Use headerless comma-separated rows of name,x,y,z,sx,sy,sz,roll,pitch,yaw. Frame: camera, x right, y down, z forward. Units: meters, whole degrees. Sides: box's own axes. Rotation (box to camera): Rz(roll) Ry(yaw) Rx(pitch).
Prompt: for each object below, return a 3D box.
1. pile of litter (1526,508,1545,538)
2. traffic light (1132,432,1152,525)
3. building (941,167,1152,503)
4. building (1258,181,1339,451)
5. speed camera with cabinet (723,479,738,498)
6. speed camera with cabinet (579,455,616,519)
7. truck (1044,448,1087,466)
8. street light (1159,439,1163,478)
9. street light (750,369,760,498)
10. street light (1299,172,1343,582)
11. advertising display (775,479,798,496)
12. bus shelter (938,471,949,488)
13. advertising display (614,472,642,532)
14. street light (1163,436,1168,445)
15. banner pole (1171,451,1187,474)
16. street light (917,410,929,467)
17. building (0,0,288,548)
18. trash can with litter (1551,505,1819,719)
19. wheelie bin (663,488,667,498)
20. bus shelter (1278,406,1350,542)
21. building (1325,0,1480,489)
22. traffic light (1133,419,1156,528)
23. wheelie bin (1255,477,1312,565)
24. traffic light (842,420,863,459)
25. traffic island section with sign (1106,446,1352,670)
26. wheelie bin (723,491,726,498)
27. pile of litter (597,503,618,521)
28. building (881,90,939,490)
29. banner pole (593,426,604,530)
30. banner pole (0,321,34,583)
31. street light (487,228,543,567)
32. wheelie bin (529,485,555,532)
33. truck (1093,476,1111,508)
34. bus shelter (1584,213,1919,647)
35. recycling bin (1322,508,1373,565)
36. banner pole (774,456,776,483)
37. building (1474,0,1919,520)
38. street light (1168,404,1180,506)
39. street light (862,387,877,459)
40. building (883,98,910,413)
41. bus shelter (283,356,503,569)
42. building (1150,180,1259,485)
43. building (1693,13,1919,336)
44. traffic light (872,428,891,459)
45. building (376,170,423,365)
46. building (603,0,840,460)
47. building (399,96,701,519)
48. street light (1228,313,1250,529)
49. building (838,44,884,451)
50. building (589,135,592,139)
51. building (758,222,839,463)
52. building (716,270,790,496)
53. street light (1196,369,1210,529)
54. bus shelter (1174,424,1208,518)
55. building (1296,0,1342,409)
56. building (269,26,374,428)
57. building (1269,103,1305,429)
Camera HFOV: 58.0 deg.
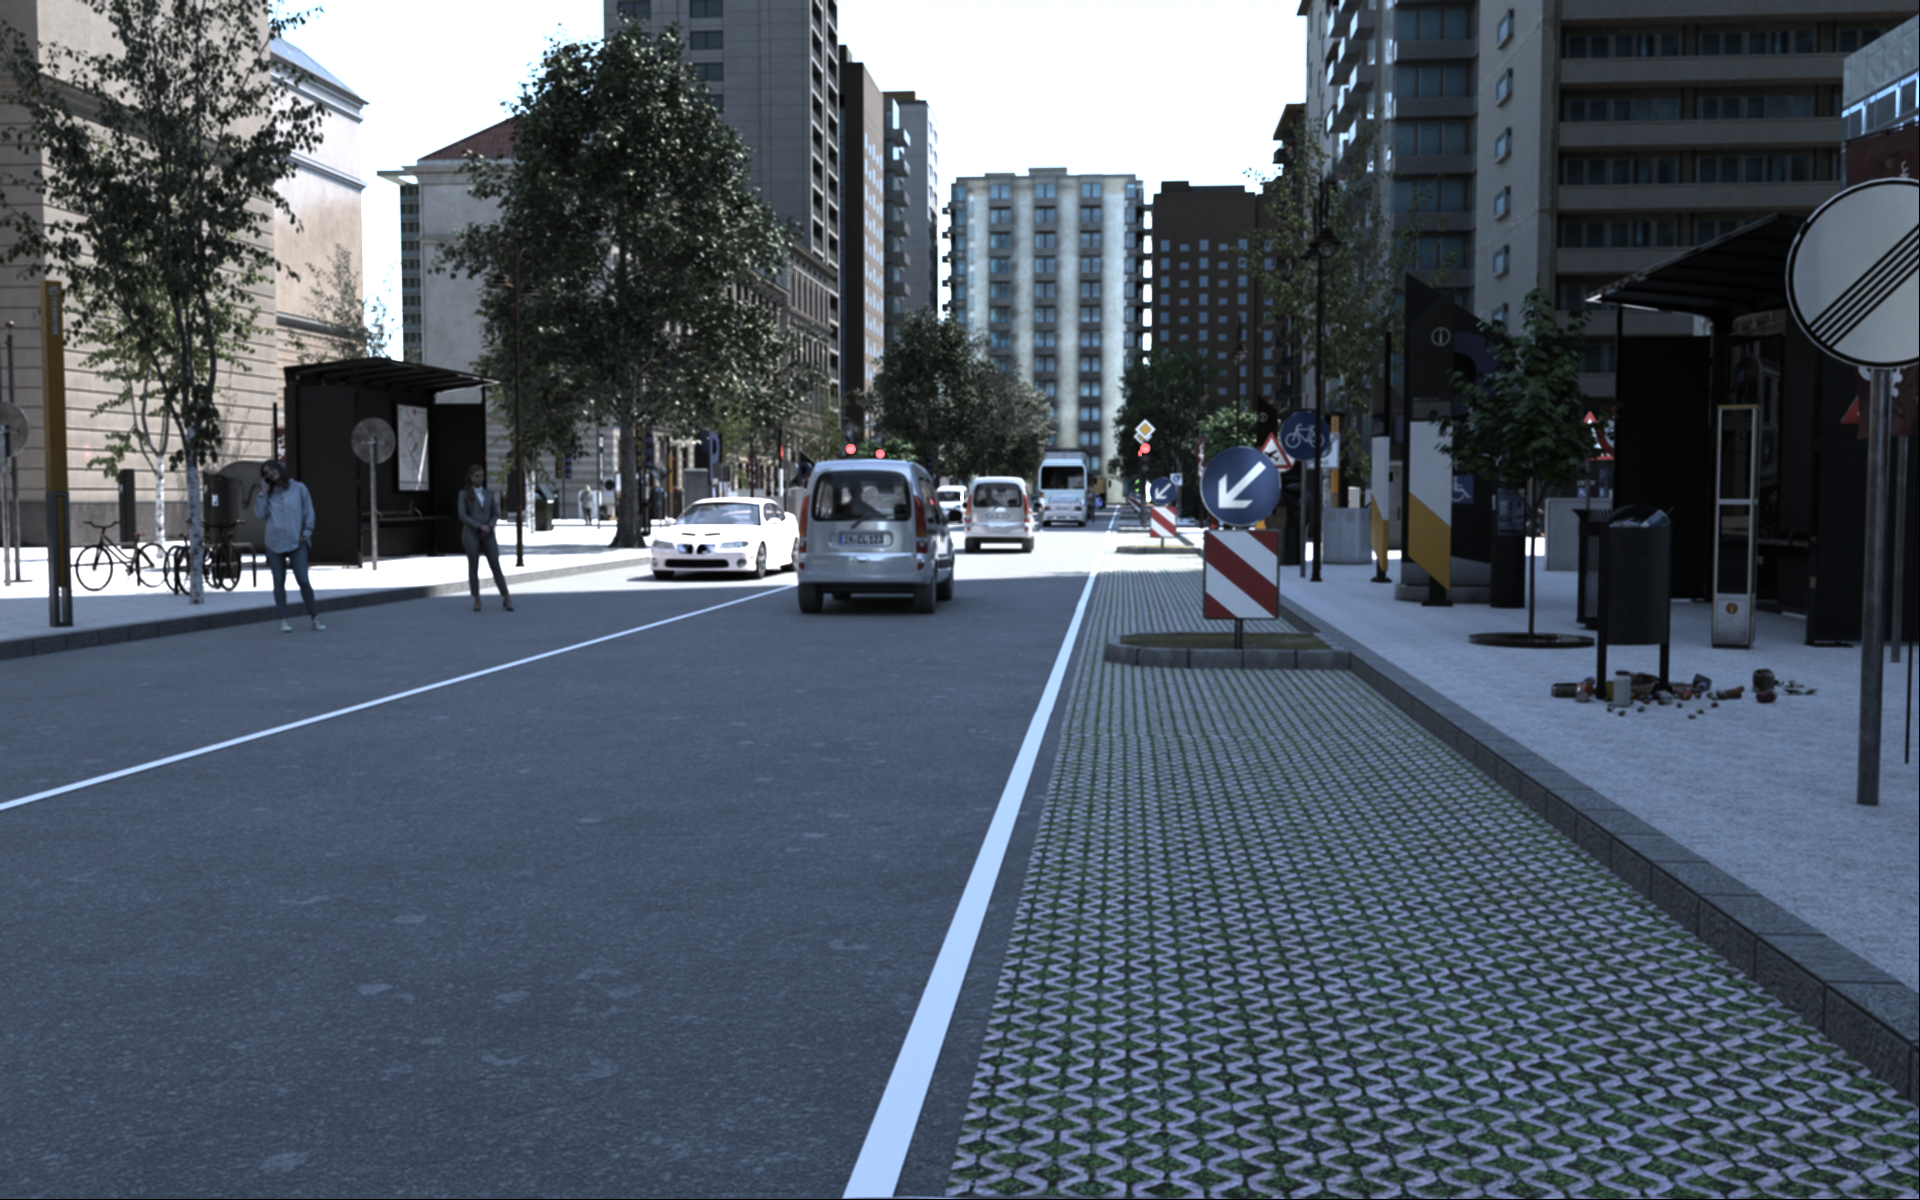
pile of litter,17.475,-2.291,51.424,1.719,0.858,1.176,-2,4,-34
traffic light,7.633,-5.119,72.613,0.839,4.253,0.868,0,4,5
building,12.914,-38.931,256.125,30.456,49.044,23.786,0,4,5
building,49.287,-36.681,249.843,14.200,45.320,14.600,0,4,5
speed camera with cabinet,-11.888,-5.862,90.173,0.660,3.252,2.038,-3,5,-44
speed camera with cabinet,-18.340,-5.733,88.063,2.038,3.252,0.660,1,4,13
truck,6.872,-7.477,111.158,2.839,4.237,11.283,0,4,5
street light,14.887,-9.487,127.896,0.468,5.910,1.993,0,4,5
street light,-5.974,-4.704,49.692,0.468,5.910,1.993,0,4,5
street light,5.233,-3.210,25.272,0.468,5.910,1.993,0,4,5
advertising display,-7.465,-4.240,74.542,0.974,1.923,0.123,-1,4,-9
bus shelter,-0.717,-8.612,134.736,2.014,3.302,5.546,0,4,5
advertising display,-9.650,-2.764,50.401,0.974,1.923,0.123,2,4,32
street light,13.111,-8.282,108.199,0.468,5.910,1.993,0,4,5
banner pole,12.818,-6.746,100.309,0.863,3.779,0.401,0,4,2
street light,-1.985,-7.346,92.900,0.468,5.910,1.993,0,4,5
building,-33.222,-15.310,47.575,25.104,27.353,12.463,0,4,5
trash can with litter,4.638,0.009,10.917,2.233,1.210,1.678,-1,4,-21
wheelie bin,-15.916,-5.118,91.595,0.980,1.594,0.693,-1,4,-18
bus shelter,9.924,-3.557,49.443,1.731,3.624,6.357,0,4,5
building,37.469,-30.569,119.416,23.786,49.044,30.456,0,4,5
traffic light,6.888,-4.633,64.662,0.839,4.253,0.868,0,4,5
wheelie bin,5.942,-1.433,31.339,0.980,1.594,0.693,-3,4,-37
traffic light,-4.077,-4.694,65.669,0.839,4.253,0.868,0,4,5
traffic island section with sign,2.273,-0.391,15.027,1.989,1.847,2.006,0,4,5
wheelie bin,-11.902,-4.733,85.297,0.693,1.594,0.980,-1,4,-18
pile of litter,-16.787,-4.202,82.666,1.176,0.858,1.719,0,4,6
building,-17.482,-43.730,256.987,28.212,58.520,21.231,0,4,5
banner pole,-13.059,-4.456,62.873,0.401,3.779,0.863,0,4,7
banner pole,-13.820,-2.135,24.920,0.401,3.779,0.863,2,4,24
street light,-7.770,-3.524,30.409,0.468,5.910,1.993,0,4,5
wheelie bin,-14.398,-3.160,59.571,0.693,1.594,0.980,1,4,11
truck,14.222,-11.488,183.754,3.469,3.379,9.791,0,4,6
bus shelter,7.969,-1.605,17.520,1.731,3.624,6.357,0,4,5
recycling bin,7.115,-1.176,31.786,0.722,1.027,0.722,2,4,34
banner pole,-12.108,-7.541,113.313,0.401,3.779,0.863,0,4,-4
building,39.384,-28.685,92.699,21.600,48.544,21.300,0,4,5
street light,11.011,-7.080,88.553,0.468,5.910,1.993,0,4,5
street light,-3.836,-6.185,73.912,0.468,5.910,1.993,0,4,5
building,-21.488,-35.528,200.484,30.456,49.044,23.786,0,4,5
bus shelter,-10.517,-2.534,32.716,1.731,3.624,6.357,0,4,5
building,34.720,-36.667,249.620,14.200,45.320,14.600,0,4,5
building,30.575,-43.913,30.652,22.319,86.520,31.000,0,4,5
traffic light,-3.332,-5.180,73.619,0.839,4.253,0.868,0,4,5
building,-49.035,-31.053,199.600,23.993,40.220,32.217,0,4,5
building,-19.828,-44.126,159.712,20.563,71.187,20.611,0,4,5
building,-21.982,-16.084,99.134,11.583,22.565,21.152,0,4,5
street light,7.108,-4.373,44.286,0.468,5.910,1.993,0,4,5
building,-15.621,-32.260,177.558,14.600,45.320,14.200,0,4,5
building,-45.492,-43.943,260.462,28.212,58.520,21.231,0,4,5
building,-16.783,-18.978,139.175,11.050,23.489,19.941,0,4,5
building,-18.740,-15.609,119.829,10.561,19.102,19.286,0,4,5
street light,8.945,-5.574,63.918,0.468,5.910,1.993,0,4,5
bus shelter,12.928,-7.215,95.603,2.179,5.291,8.768,0,4,5
building,47.089,-35.039,162.119,28.713,52.752,27.495,0,4,5
building,-45.563,-19.061,97.558,20.117,28.700,13.634,0,4,5
building,45.948,-32.833,191.437,22.147,44.769,28.867,0,4,5
